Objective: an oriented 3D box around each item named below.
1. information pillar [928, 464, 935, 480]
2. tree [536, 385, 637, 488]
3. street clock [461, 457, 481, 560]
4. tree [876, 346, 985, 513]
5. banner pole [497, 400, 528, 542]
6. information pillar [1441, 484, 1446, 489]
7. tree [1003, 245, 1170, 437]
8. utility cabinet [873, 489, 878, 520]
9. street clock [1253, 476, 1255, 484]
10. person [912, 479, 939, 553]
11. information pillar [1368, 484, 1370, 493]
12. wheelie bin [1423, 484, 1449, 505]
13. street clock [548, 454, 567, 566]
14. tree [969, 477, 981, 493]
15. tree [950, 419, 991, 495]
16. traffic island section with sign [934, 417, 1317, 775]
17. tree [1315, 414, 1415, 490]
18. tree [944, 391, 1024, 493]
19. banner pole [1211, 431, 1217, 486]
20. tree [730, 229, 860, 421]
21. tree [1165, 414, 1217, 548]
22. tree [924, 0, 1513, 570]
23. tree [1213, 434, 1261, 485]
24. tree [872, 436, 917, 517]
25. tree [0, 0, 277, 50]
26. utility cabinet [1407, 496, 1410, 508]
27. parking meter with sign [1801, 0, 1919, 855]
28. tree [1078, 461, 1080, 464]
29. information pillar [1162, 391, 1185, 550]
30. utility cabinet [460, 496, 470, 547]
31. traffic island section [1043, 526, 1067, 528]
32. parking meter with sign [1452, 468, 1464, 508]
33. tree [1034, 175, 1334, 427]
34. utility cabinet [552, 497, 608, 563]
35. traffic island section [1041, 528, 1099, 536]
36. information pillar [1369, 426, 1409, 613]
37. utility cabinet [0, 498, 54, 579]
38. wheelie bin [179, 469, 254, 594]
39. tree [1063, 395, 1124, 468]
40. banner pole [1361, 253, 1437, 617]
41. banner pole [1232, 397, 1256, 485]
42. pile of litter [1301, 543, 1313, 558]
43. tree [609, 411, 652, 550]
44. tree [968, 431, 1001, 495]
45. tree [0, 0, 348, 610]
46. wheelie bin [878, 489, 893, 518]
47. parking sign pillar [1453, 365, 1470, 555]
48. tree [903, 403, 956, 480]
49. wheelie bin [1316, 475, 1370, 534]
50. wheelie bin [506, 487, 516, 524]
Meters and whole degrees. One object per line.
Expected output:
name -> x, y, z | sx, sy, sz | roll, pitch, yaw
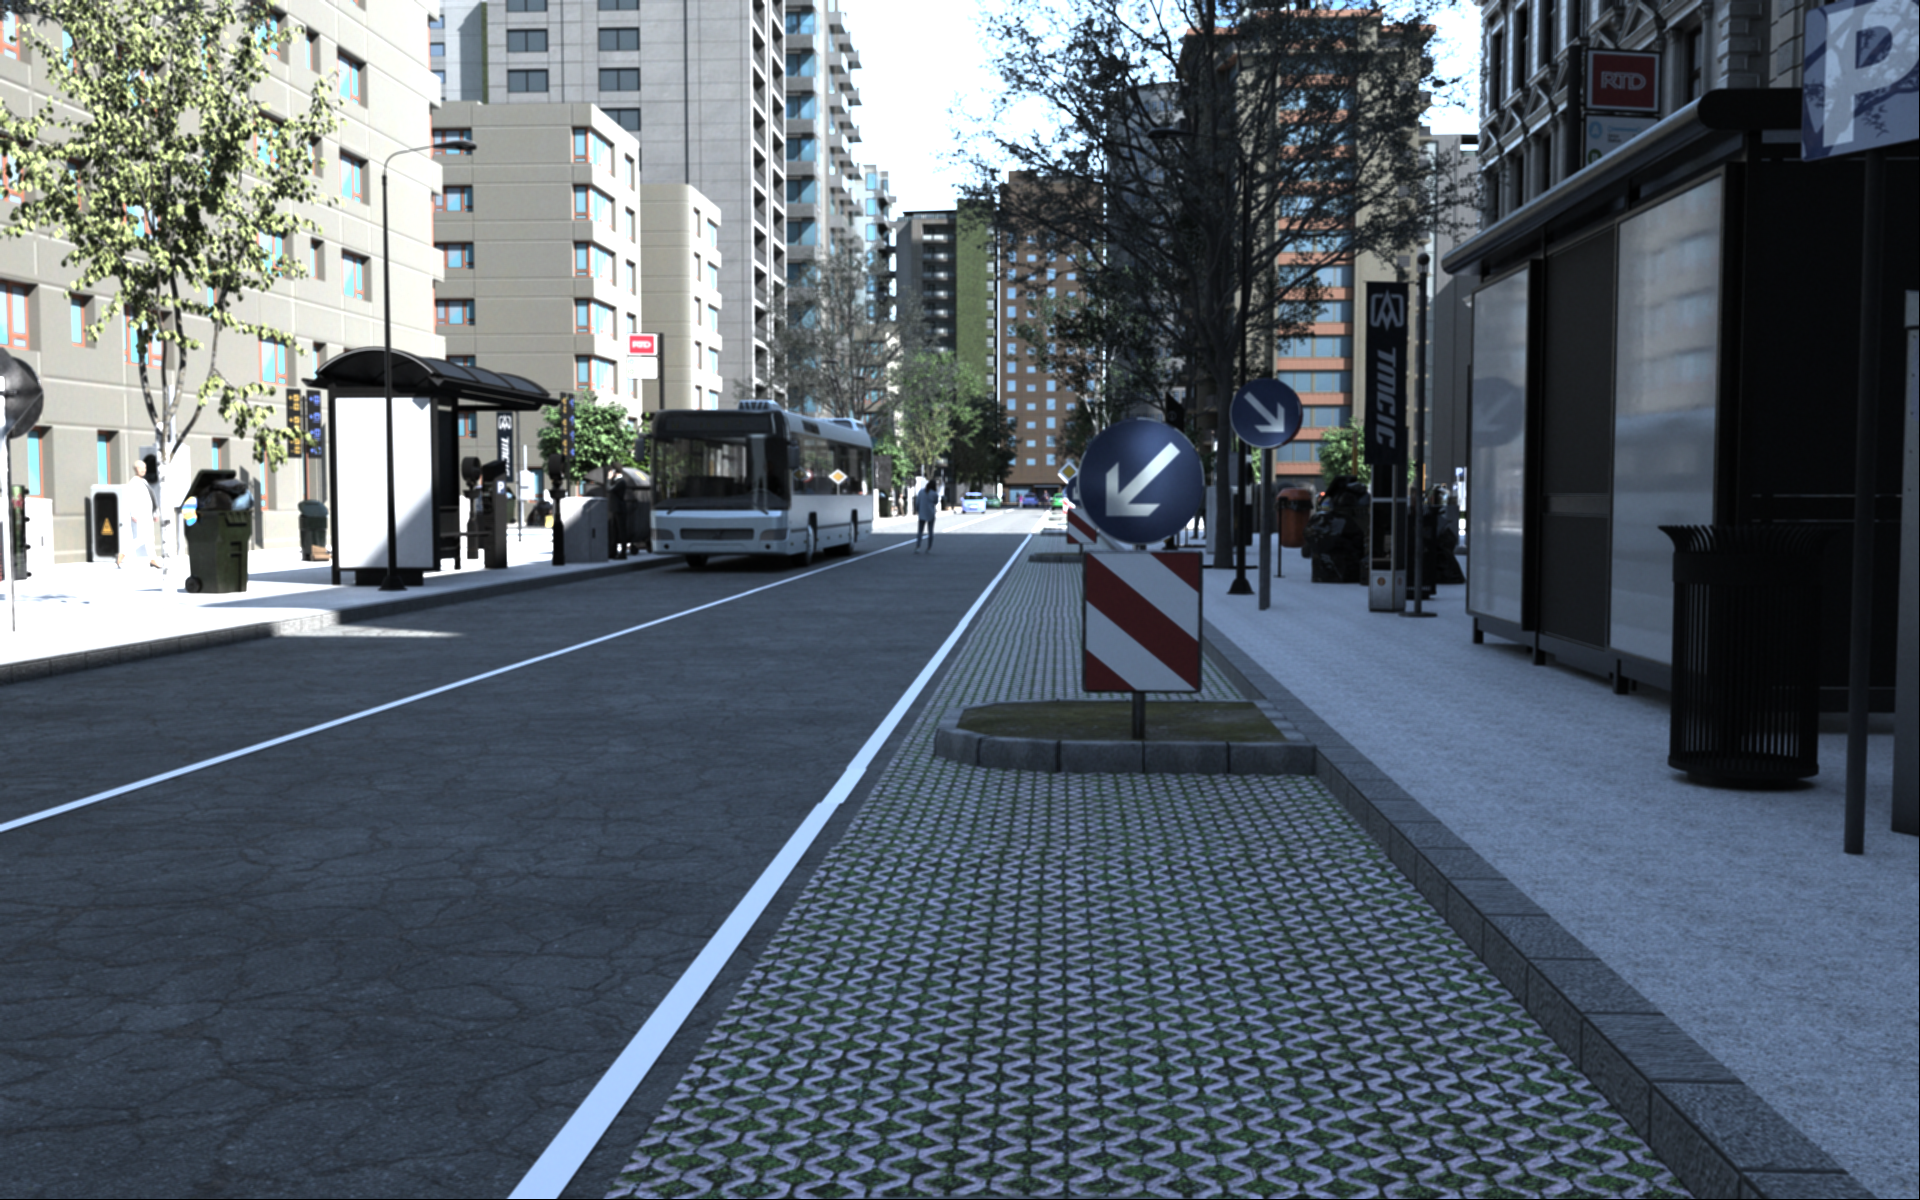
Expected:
information pillar -> -2.030, -8.169, 124.912 | 0.504, 3.616, 0.183 | -1, 4, -13
tree -> -11.342, -4.209, 52.527 | 4.285, 4.588, 4.351 | 0, 3, 0
street clock -> -9.531, -1.789, 33.823 | 0.358, 2.002, 0.471 | 0, 4, 6
tree -> -2.076, -11.848, 119.476 | 9.928, 11.665, 9.643 | 0, 3, 0
banner pole -> -11.968, -3.434, 46.168 | 0.863, 3.779, 0.401 | 1, 4, 15
information pillar -> 35.998, -7.614, 128.983 | 0.304, 2.012, 0.304 | 0, 4, 1
tree -> 9.285, -16.643, 127.999 | 12.611, 20.169, 13.585 | 0, 3, 0
utility cabinet -> -4.484, -4.584, 83.632 | 1.173, 1.500, 0.318 | 3, 5, 40
street clock -> 11.889, -4.031, 70.469 | 0.358, 2.002, 0.471 | 1, 4, 10
person -> -0.827, -2.031, 41.978 | 0.793, 1.790, 0.793 | -2, 4, -33
information pillar -> 18.306, -5.250, 77.197 | 0.183, 3.616, 0.504 | 0, 4, 1
wheelie bin -> 15.420, -2.948, 56.112 | 0.693, 1.594, 0.980 | 3, 4, 37
street clock -> -7.225, -1.623, 31.108 | 0.358, 2.002, 0.471 | 0, 4, -1
tree -> 1.474, -12.452, 198.190 | 1.663, 3.219, 1.824 | 0, 3, 0
tree -> 0.695, -13.396, 169.379 | 4.360, 8.622, 3.978 | 0, 3, 0
traffic island section with sign -> 0.877, -0.070, 9.767 | 1.989, 1.847, 2.006 | 0, 4, 3
tree -> 16.343, -5.383, 71.725 | 4.285, 4.588, 4.351 | 0, 3, 0
tree -> 2.620, -18.704, 212.463 | 9.857, 13.997, 8.962 | 0, 3, 0
banner pole -> 10.133, -4.823, 68.871 | 0.401, 3.779, 0.863 | 3, 4, 37
tree -> -5.021, -10.377, 80.033 | 12.009, 13.543, 11.850 | 0, 3, 0
tree -> 5.525, -2.876, 41.620 | 1.663, 3.219, 1.824 | 0, 3, 0
tree -> 4.501, -7.293, 29.613 | 12.009, 13.543, 11.850 | 0, 3, 0
tree -> 14.378, -6.458, 89.304 | 4.285, 4.588, 4.351 | 0, 3, 0
tree -> -4.096, -6.989, 97.982 | 4.285, 4.588, 4.351 | 0, 3, 0
tree -> -8.429, -6.035, 9.050 | 12.009, 13.543, 11.850 | 0, 3, 0
utility cabinet -> 13.993, -2.643, 54.371 | 0.306, 1.237, 1.020 | -2, 4, -25
parking meter with sign -> 3.941, -0.623, 6.452 | 1.738, 3.016, 0.543 | -2, 4, -25
tree -> 9.141, -7.615, 108.225 | 4.285, 4.588, 4.351 | 0, 3, 0
information pillar -> 4.881, -2.946, 39.530 | 0.504, 3.616, 0.183 | -1, 4, -20
utility cabinet -> -12.372, -1.876, 41.839 | 1.020, 1.237, 0.306 | -2, 4, -23
traffic island section -> 4.255, -2.773, 67.616 | 2.009, 0.180, 2.903 | 0, 4, 3
parking meter with sign -> 32.591, -7.187, 113.774 | 0.543, 3.016, 1.738 | 2, 4, 30
tree -> 6.186, -7.071, 50.019 | 8.767, 10.594, 7.601 | -1, 4, -23
utility cabinet -> -7.079, -1.296, 32.344 | 1.020, 1.237, 0.306 | -3, 5, -42
traffic island section -> 3.789, -2.285, 59.644 | 2.009, 0.180, 2.903 | 0, 4, 3
information pillar -> 4.657, -0.876, 18.819 | 0.304, 2.012, 0.304 | 3, 5, 41
utility cabinet -> -14.340, -0.945, 26.617 | 0.306, 1.237, 1.020 | 0, 4, 0
wheelie bin -> -9.579, -0.889, 22.440 | 0.693, 1.594, 0.980 | 1, 4, 18
tree -> 14.350, -15.661, 181.814 | 9.928, 11.665, 9.643 | 0, 3, 0
banner pole -> 4.586, -1.715, 18.056 | 0.863, 3.779, 0.401 | -1, 4, -10
banner pole -> 7.207, -3.331, 44.486 | 0.863, 3.779, 0.401 | -3, 4, -37
pile of litter -> 7.568, -1.284, 34.954 | 1.719, 0.858, 1.176 | -3, 4, -36
tree -> -7.191, -2.802, 40.418 | 1.663, 3.219, 1.824 | 0, 3, 0
tree -> 2.694, -15.467, 203.246 | 4.737, 8.622, 4.395 | 0, 3, 0
tree -> -8.671, -4.180, 18.712 | 4.737, 8.622, 4.395 | 0, 3, 0
wheelie bin -> -4.085, -5.273, 94.119 | 0.693, 1.594, 0.980 | 1, 4, 18
parking sign pillar -> 11.109, -2.948, 36.667 | 1.447, 3.967, 1.447 | 2, 4, 32
tree -> -2.394, -11.032, 130.728 | 4.737, 8.622, 4.395 | 0, 3, 0
wheelie bin -> 6.500, -1.298, 29.124 | 0.980, 1.594, 0.693 | -3, 5, -43
wheelie bin -> -19.602, -4.090, 74.772 | 0.980, 1.594, 0.693 | 3, 5, 43
